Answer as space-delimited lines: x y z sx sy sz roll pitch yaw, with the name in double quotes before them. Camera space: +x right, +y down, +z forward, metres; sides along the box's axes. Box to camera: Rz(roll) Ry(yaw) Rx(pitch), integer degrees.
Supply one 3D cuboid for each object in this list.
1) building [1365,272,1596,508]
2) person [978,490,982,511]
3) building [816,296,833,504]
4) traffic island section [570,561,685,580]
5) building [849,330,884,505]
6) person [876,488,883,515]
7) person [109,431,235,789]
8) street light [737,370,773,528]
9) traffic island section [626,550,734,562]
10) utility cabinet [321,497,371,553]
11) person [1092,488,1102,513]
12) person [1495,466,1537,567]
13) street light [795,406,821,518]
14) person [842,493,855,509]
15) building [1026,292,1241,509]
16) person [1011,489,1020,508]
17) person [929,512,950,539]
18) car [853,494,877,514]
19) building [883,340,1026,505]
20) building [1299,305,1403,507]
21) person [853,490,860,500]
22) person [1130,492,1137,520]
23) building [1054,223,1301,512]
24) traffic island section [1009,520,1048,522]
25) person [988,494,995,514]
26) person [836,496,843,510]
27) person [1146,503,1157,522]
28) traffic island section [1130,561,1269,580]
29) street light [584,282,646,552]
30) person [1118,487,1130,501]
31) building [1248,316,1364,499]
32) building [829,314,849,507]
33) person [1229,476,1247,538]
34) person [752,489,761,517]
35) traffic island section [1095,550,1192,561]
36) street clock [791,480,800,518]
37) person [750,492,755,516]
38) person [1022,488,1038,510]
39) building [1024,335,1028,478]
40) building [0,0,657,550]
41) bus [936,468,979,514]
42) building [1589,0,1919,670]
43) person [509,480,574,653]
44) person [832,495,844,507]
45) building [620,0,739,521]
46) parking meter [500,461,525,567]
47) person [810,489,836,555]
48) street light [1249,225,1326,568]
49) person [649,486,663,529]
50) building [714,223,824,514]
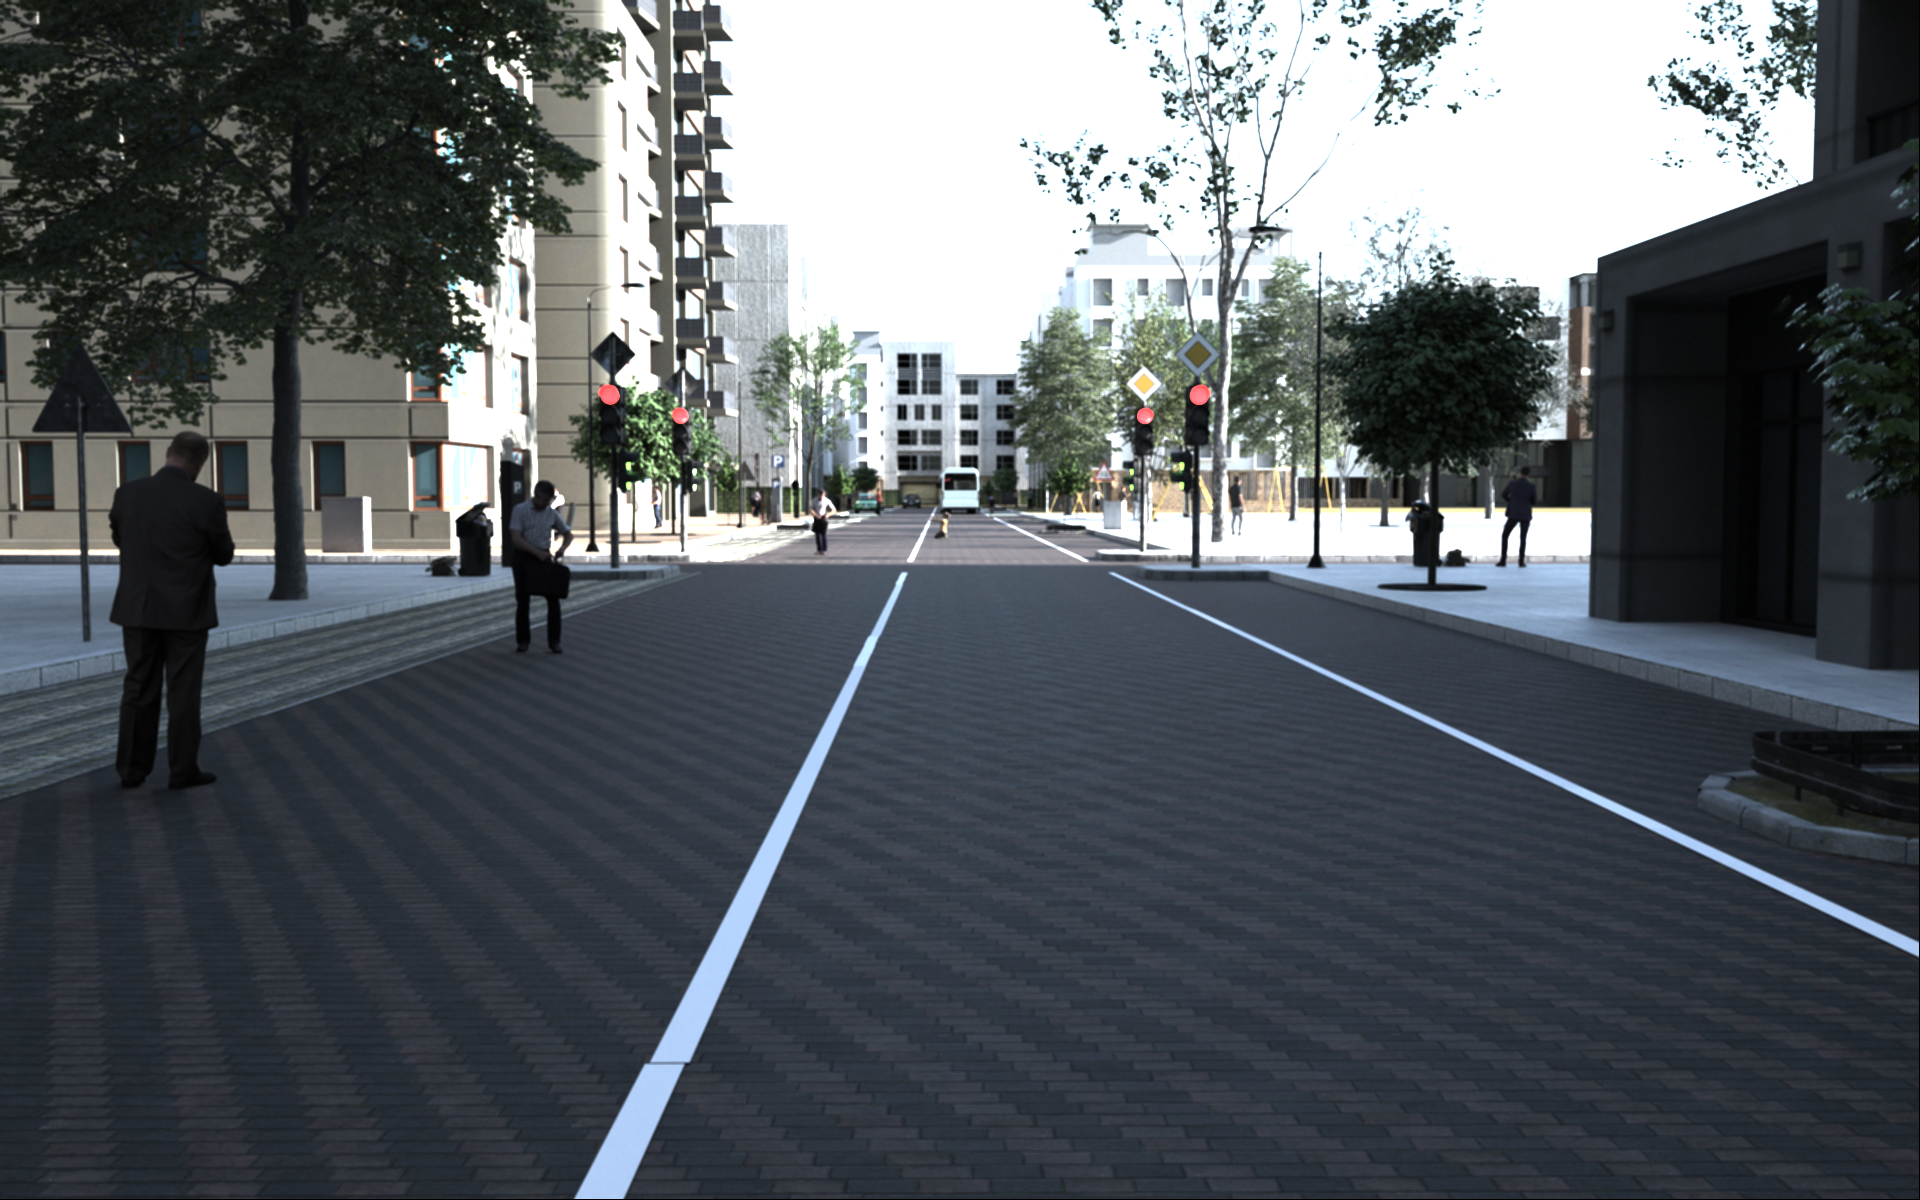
"building" 60.693 -20.164 173.648 32.646 21.610 27.936 0 4 -1
"person" 1.660 -8.174 142.861 0.721 1.736 1.217 -1 4 -12
"building" -19.969 -18.756 163.079 16.016 20.091 11.380 0 4 -1
"traffic island section" -6.011 -0.477 30.085 2.009 0.180 2.903 0 4 -1
"building" -14.662 -21.392 206.177 11.380 20.091 16.016 0 4 -1
"person" -5.486 -6.688 117.788 0.705 1.831 1.348 -1 4 -17
"person" -3.889 0.039 8.556 0.565 1.739 0.600 -2 4 -28
"street light" -7.697 -5.648 64.892 1.470 5.913 1.316 0 4 -1
"traffic island section" -6.091 -0.966 38.070 2.009 0.180 2.903 0 4 -1
"utility cabinet" -13.358 -1.623 37.698 1.020 1.237 0.306 1 4 11
"person" 9.463 -6.840 118.660 0.721 1.735 1.217 3 5 43
"person" 9.847 -1.477 30.642 0.683 1.767 0.568 1 4 15
"street light" -8.000 -7.255 91.168 1.470 5.913 1.316 0 4 -1
"person" -9.324 -8.555 145.898 1.348 1.826 0.705 2 4 34
"building" 15.464 -17.970 160.262 16.747 18.905 31.486 0 4 -1
"person" 5.297 -9.626 164.140 0.721 1.736 1.217 -3 5 -40
"person" -0.650 -2.414 55.895 0.695 0.859 0.347 2 4 26
"car" -6.803 -7.221 126.862 1.959 1.807 4.718 0 4 -1
"building" 6.770 -20.884 207.904 31.486 18.905 16.747 0 4 -1
"building" 38.621 -19.758 179.458 11.380 20.091 16.016 0 4 -1
"person" -9.410 -9.296 158.037 0.705 1.824 1.348 -2 4 -32
"person" 8.763 -4.888 86.682 0.376 1.734 0.841 0 4 -1
"building" 15.495 -16.528 126.653 16.016 20.091 11.380 0 4 -1
"traffic island section" 3.527 -4.099 89.877 1.991 0.108 1.994 0 4 -1
"person" 2.265 -6.946 125.297 0.421 1.427 0.697 -1 4 -21
"person" -9.846 -8.157 140.124 0.721 1.736 1.217 -3 5 -39
"person" 8.687 -3.983 79.084 0.695 0.859 0.347 -1 4 -20
"traffic island section" 4.130 -0.483 30.181 2.009 0.180 2.903 0 4 -1
"street light" -7.583 -4.011 38.115 1.470 5.913 1.316 0 4 -1
"person" 11.260 -6.840 118.413 0.750 1.759 0.617 -1 4 -22
"building" 39.118 -22.571 213.013 32.646 21.610 27.936 0 4 -1
"building" -27.672 -19.109 178.891 31.486 18.905 16.747 0 4 -1
"person" 8.204 -2.745 51.044 0.434 1.807 0.598 -1 4 -18
"person" -11.284 -5.367 96.001 0.590 1.554 0.614 -3 5 -40
"traffic island section" 4.050 -0.972 38.166 2.009 0.180 2.903 0 4 -1
"street clock" -8.753 -5.359 92.194 0.471 2.002 0.358 0 4 -8
"person" -12.261 -5.734 103.028 0.421 1.427 0.697 1 4 9
"person" 5.811 -8.423 143.740 1.348 1.826 0.705 0 4 -5
"building" 14.844 -19.914 182.005 16.016 20.091 11.380 0 4 -1
"building" -25.628 -12.740 53.332 27.650 21.520 28.899 0 4 -1
"bus" -0.176 -8.159 128.263 2.948 3.499 13.247 0 4 -2
"building" 16.882 -34.710 5.765 20.563 71.187 20.611 0 4 -1
"person" -3.788 -0.307 15.733 0.614 1.554 0.590 -2 4 -33
"person" -9.936 -8.312 142.046 1.348 1.812 0.705 3 5 42
"building" -23.661 -26.661 90.529 22.147 44.769 28.867 0 4 -1
"parking meter" -7.888 -1.521 30.574 0.255 1.863 0.399 2 4 30
"person" -3.249 -1.849 40.947 0.614 1.554 0.590 0 4 7
"street light" 5.683 -3.519 30.070 1.470 5.913 1.316 0 4 -1
"person" -11.220 -3.420 63.921 0.435 1.587 0.963 -1 4 -23
"building" -19.644 -16.053 128.928 16.747 18.905 31.486 0 4 -1
